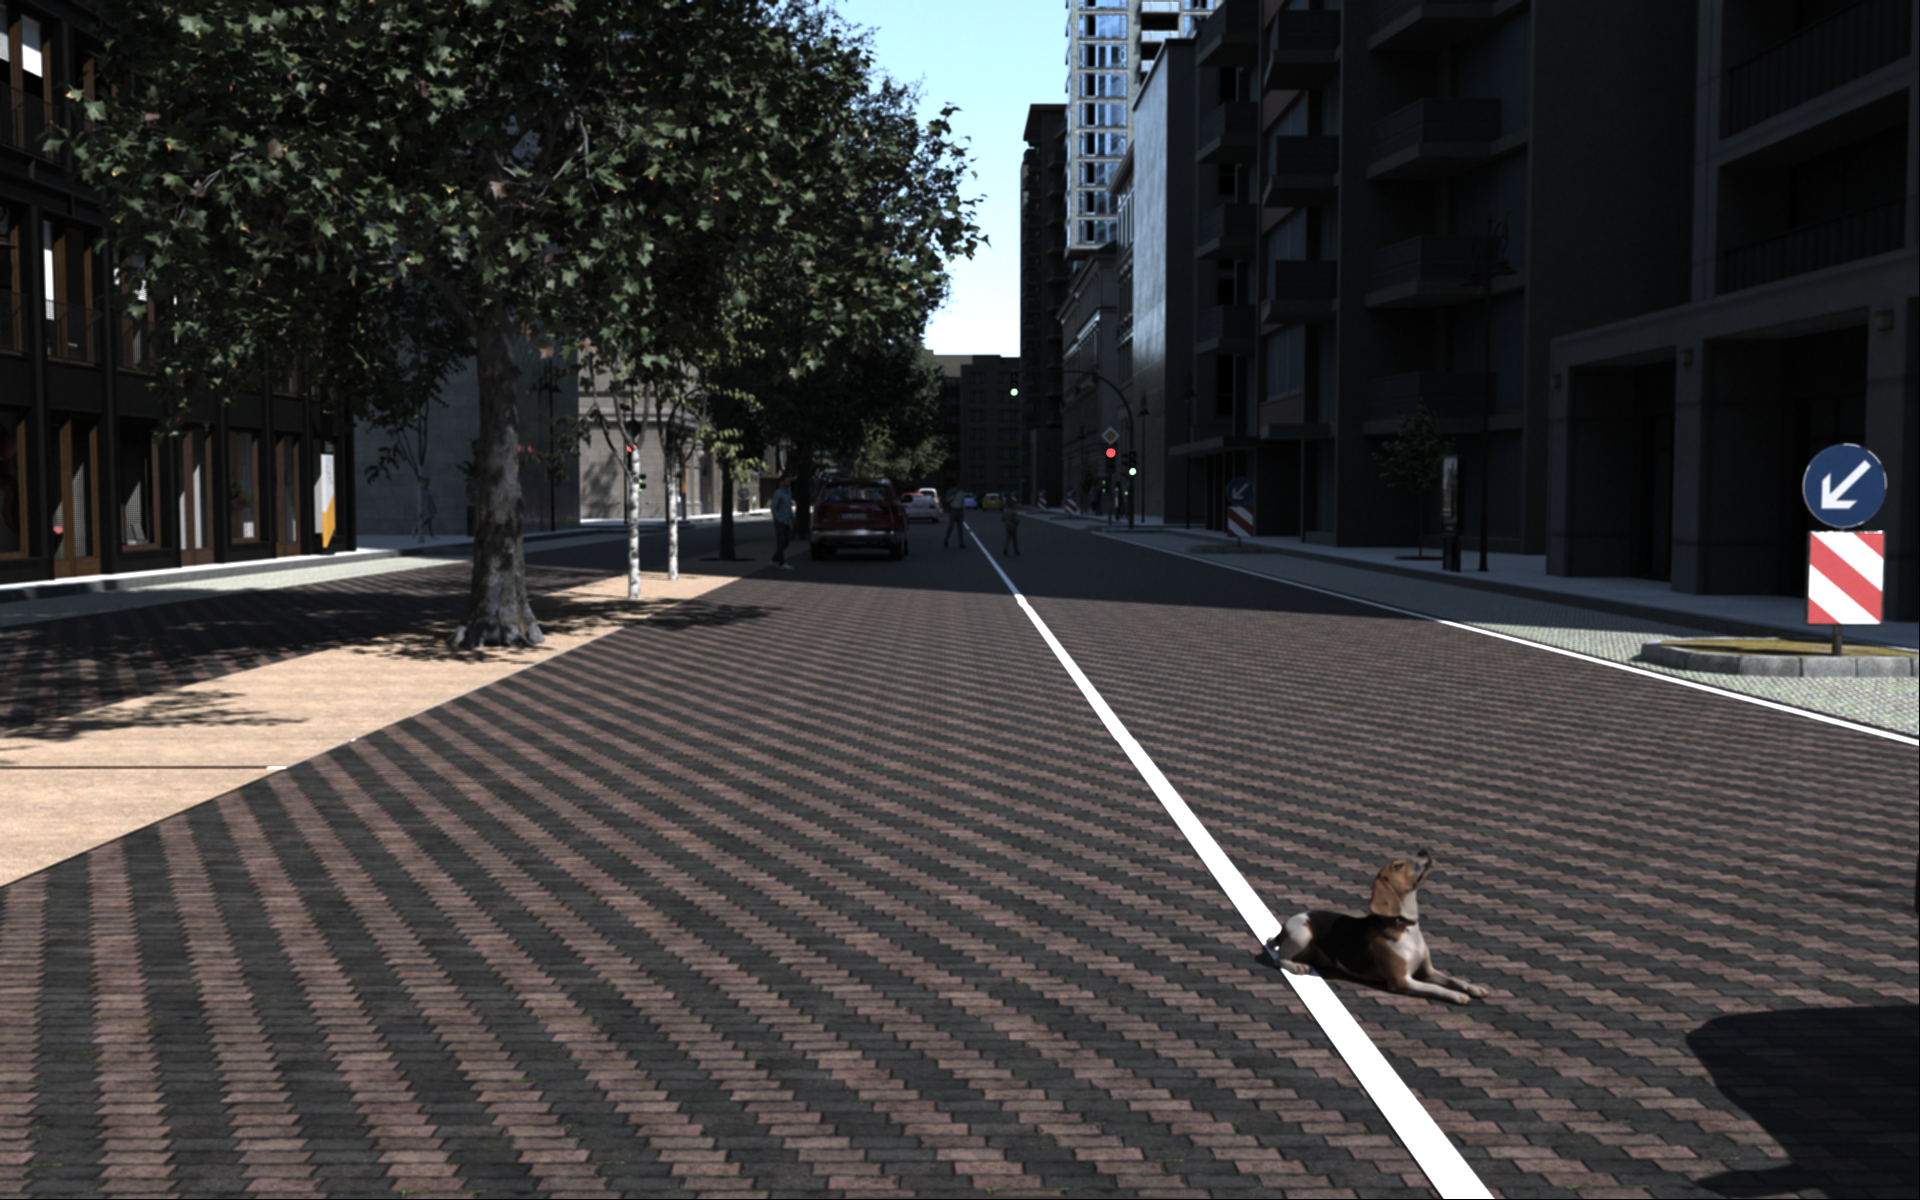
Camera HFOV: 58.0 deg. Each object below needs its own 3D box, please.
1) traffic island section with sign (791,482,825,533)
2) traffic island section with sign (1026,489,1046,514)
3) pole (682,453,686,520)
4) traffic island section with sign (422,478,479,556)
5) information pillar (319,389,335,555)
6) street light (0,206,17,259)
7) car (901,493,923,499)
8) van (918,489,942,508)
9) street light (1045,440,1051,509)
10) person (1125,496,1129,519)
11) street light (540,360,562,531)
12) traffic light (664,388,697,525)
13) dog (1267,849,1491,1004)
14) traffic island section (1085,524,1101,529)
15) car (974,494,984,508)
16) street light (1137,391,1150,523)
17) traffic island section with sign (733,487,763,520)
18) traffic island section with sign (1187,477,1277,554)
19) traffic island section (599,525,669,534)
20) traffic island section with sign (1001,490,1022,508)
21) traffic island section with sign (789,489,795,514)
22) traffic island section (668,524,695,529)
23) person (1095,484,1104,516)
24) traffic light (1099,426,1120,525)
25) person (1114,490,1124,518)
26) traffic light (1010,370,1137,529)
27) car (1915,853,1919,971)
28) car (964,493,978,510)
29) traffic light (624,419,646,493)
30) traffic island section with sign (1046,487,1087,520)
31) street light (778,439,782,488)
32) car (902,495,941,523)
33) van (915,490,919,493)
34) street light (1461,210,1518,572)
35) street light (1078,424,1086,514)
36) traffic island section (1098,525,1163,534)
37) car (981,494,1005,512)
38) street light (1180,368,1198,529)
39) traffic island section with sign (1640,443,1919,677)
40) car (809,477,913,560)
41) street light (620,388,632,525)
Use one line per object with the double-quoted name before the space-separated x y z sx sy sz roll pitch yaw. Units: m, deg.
"traffic island section with sign" -5.169 -3.419 64.040 2.006 1.907 1.989 0 4 -1
"traffic island section with sign" 5.727 -7.063 124.111 1.989 1.847 2.006 0 4 -1
"pole" -13.629 -5.605 85.478 0.158 3.312 0.155 0 3 0
"traffic island section with sign" -11.459 -1.978 40.976 1.989 1.847 2.006 0 4 -1
"information pillar" -13.277 -2.751 36.339 0.183 3.616 0.504 0 4 1
"street light" -13.712 -3.139 24.113 0.468 5.910 1.993 0 4 -1
"car" -2.813 -5.780 103.537 2.155 1.783 4.494 0 4 -2
"van" -2.433 -7.660 132.249 2.013 2.044 4.112 0 4 1
"street light" 7.464 -10.628 146.552 0.468 5.910 1.993 0 4 -1
"person" 8.686 -4.985 87.962 0.534 1.772 0.576 -2 4 -33
"street light" -13.969 -5.290 59.274 0.468 5.910 1.993 0 4 -1
"traffic light" -9.965 -5.931 71.644 4.771 5.953 1.251 0 4 -1
"dog" 1.225 0.917 5.201 0.550 0.427 0.748 0 4 -2
"traffic island section" 6.245 -3.035 71.901 2.009 0.180 2.903 0 4 -1
"car" 1.406 -10.011 173.468 2.009 1.686 4.222 0 4 -2
"street light" 8.193 -6.398 77.388 0.468 5.910 1.993 0 4 -1
"traffic island section with sign" -12.023 -5.364 96.327 1.989 1.847 2.006 0 4 -1
"traffic island section with sign" 6.561 -2.044 42.051 1.989 1.847 2.006 0 4 -1
"traffic island section" -12.015 -2.536 63.737 2.009 0.180 2.903 0 4 -1
"traffic island section with sign" 5.224 -10.118 174.063 1.989 1.847 2.006 0 4 -1
"traffic island section with sign" -12.290 -7.012 123.281 1.989 1.847 2.006 0 4 -1
"traffic island section" -12.096 -3.024 71.722 2.009 0.180 2.903 0 4 -1
"person" 8.186 -5.894 101.771 0.474 1.900 0.648 -1 4 -11
"traffic light" 6.205 -5.068 71.787 0.839 4.253 0.868 0 4 -1
"person" 8.411 -5.200 91.239 0.661 1.801 0.590 -3 5 -39
"traffic light" 4.194 -5.442 63.640 4.771 5.953 1.251 0 4 -1
"car" 3.145 0.453 2.379 2.009 1.686 4.222 0 4 -2
"car" 0.657 -9.040 157.397 1.945 1.707 3.694 0 4 -2
"traffic light" -11.975 -4.568 63.603 0.839 4.253 0.868 0 4 -1
"traffic island section with sign" 5.997 -5.374 96.498 1.989 1.847 2.006 0 4 -1
"street light" -14.755 -10.334 141.741 0.468 5.910 1.993 0 4 -1
"car" -2.005 -4.578 87.212 2.083 1.381 4.827 0 4 1
"van" -4.216 -11.174 189.703 2.013 2.044 4.112 0 4 -1
"street light" 8.689 -3.412 28.582 0.468 5.910 1.993 0 4 -1
"street light" 7.870 -8.504 111.834 0.468 5.910 1.993 0 4 -1
"traffic island section" 6.325 -2.547 63.916 2.009 0.180 2.903 0 4 -1
"car" 2.707 -8.098 142.632 2.015 1.641 3.980 0 3 0
"street light" 8.371 -5.546 63.459 0.468 5.910 1.993 0 4 -1
"traffic island section with sign" 6.834 -0.352 14.386 1.989 1.847 2.006 0 4 -1
"car" -2.231 -1.872 39.274 2.281 1.827 5.304 0 4 0
"street light" -14.089 -6.120 72.848 0.468 5.910 1.993 0 4 -1
